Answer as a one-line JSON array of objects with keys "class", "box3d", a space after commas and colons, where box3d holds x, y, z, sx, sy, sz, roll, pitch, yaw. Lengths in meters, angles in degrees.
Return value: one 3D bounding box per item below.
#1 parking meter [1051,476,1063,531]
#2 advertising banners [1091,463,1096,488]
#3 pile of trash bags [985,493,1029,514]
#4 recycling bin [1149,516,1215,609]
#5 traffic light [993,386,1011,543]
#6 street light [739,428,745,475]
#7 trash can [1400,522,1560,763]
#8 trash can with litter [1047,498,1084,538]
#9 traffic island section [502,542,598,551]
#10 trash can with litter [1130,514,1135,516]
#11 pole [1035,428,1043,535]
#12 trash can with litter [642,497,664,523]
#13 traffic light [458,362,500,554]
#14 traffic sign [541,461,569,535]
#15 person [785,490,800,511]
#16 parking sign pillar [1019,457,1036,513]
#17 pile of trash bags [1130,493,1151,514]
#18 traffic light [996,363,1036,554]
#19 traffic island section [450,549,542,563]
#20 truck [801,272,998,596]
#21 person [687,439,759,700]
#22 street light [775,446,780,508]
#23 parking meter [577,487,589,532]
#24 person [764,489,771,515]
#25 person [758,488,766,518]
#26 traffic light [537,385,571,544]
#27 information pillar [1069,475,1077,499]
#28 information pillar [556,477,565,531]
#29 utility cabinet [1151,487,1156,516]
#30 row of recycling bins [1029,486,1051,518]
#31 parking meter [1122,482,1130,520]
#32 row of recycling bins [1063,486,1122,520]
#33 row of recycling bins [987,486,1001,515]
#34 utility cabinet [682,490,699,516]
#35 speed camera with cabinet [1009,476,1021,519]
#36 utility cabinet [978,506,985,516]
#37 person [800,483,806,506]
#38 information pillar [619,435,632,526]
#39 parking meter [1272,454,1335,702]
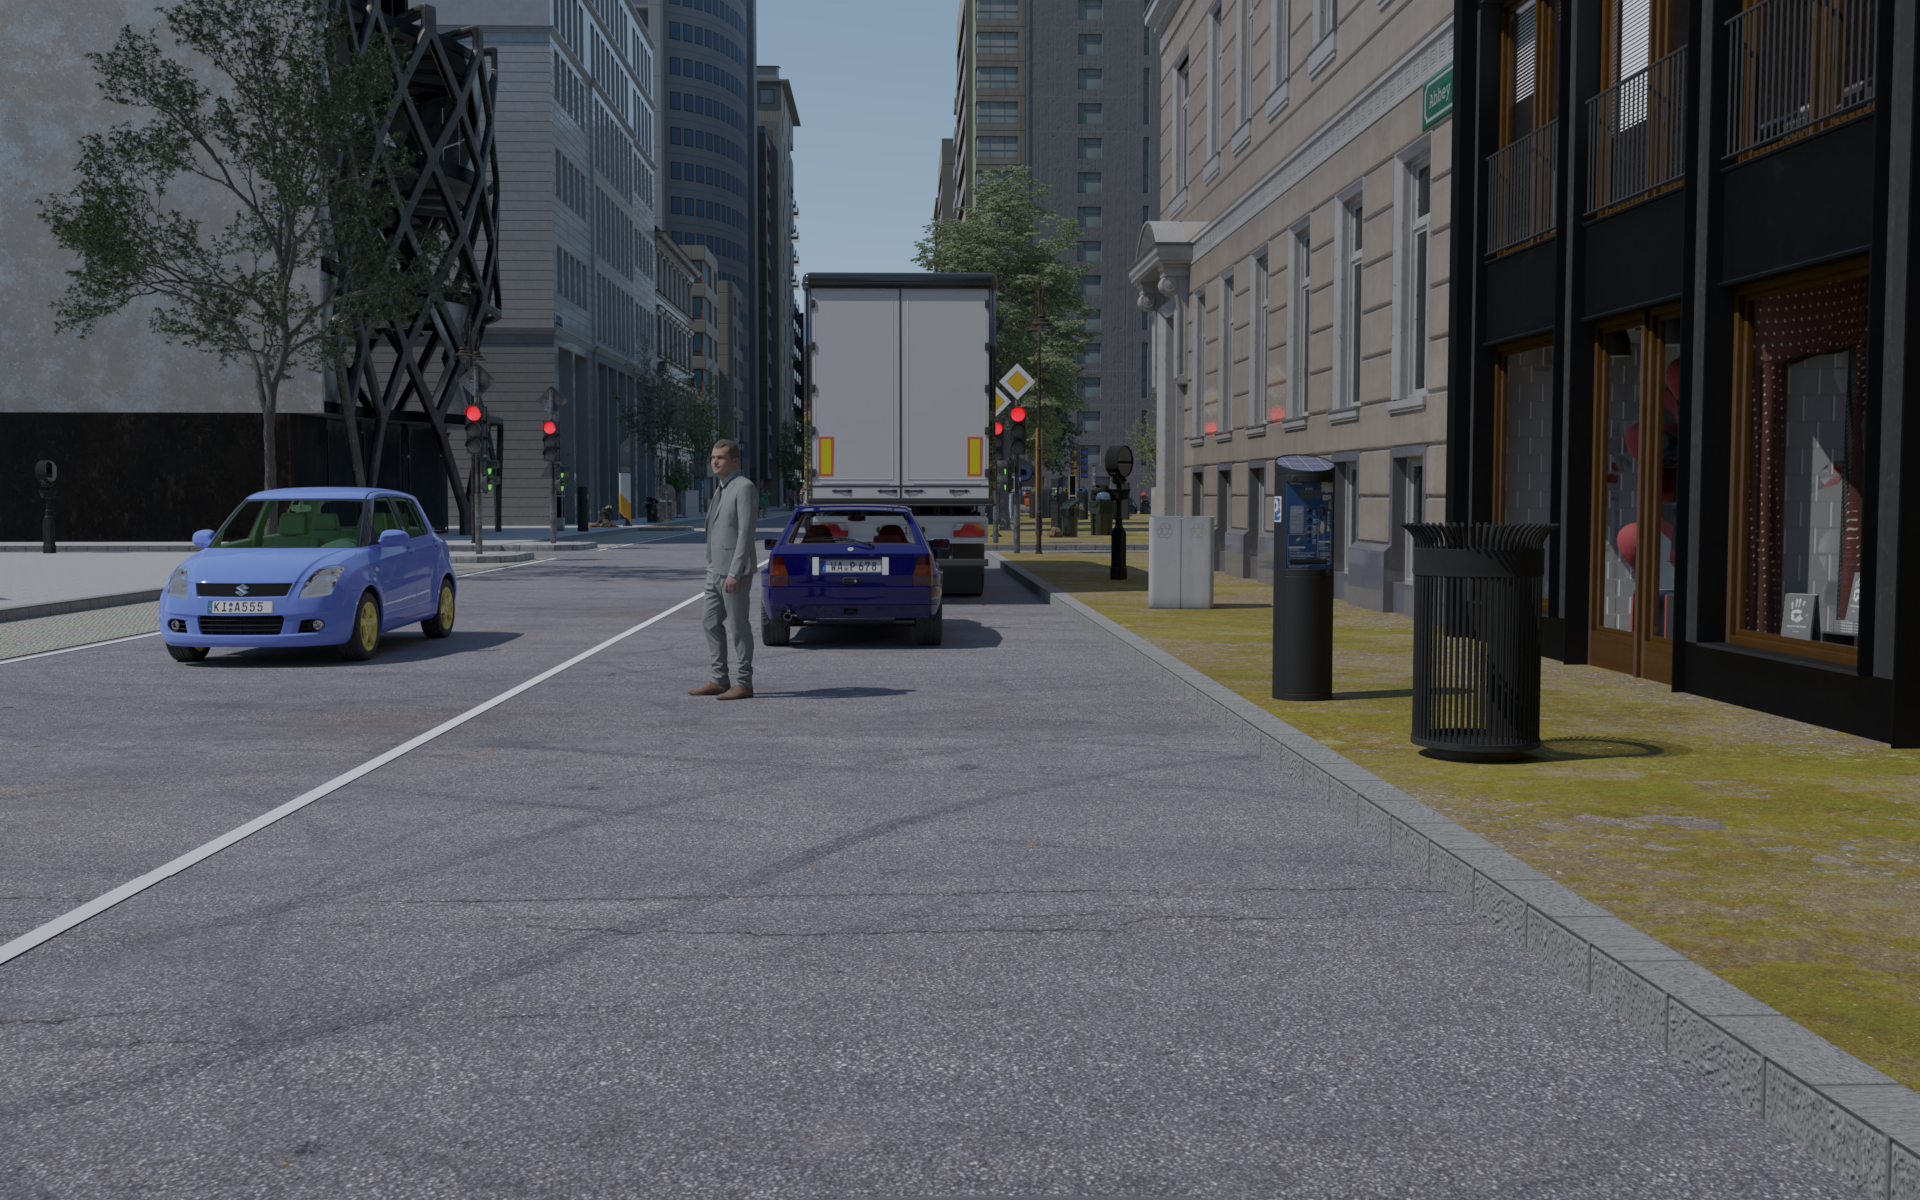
[{"class": "parking meter", "box3d": [3.067, -3.004, 54.833, 0.255, 1.863, 0.399, 2, 4, 34]}, {"class": "advertising banners", "box3d": [8.042, -6.262, 98.578, 0.090, 3.025, 2.074, 3, 5, 39]}, {"class": "pile of trash bags", "box3d": [3.201, -6.387, 114.176, 3.447, 1.369, 1.912, 1, 4, 23]}, {"class": "recycling bin", "box3d": [2.511, -0.433, 19.626, 0.722, 1.027, 0.722, 0, 4, 8]}, {"class": "traffic light", "box3d": [0.920, -3.445, 45.254, 0.839, 4.253, 0.868, 0, 4, -2]}, {"class": "street light", "box3d": [-15.305, -9.096, 121.503, 0.468, 5.910, 1.993, 0, 4, -2]}, {"class": "trash can", "box3d": [2.524, 0.195, 8.458, 0.748, 1.137, 0.748, 0, 3, 0]}, {"class": "trash can with litter", "box3d": [3.113, -2.440, 51.276, 1.055, 1.170, 0.624, -3, 4, -39]}, {"class": "traffic island section", "box3d": [-10.574, -1.387, 44.957, 2.009, 0.180, 2.903, 0, 4, -2]}, {"class": "trash can with litter", "box3d": [9.151, -5.511, 101.158, 2.233, 1.210, 1.678, 0, 4, 1]}, {"class": "pole", "box3d": [2.455, -3.667, 53.798, 0.158, 3.312, 0.155, 0, 3, 0]}, {"class": "trash can with litter", "box3d": [-13.744, -4.055, 77.691, 0.624, 1.170, 1.055, 1, 4, 19]}, {"class": "traffic light", "box3d": [-10.244, -2.931, 36.844, 0.839, 4.253, 0.868, 0, 4, -2]}, {"class": "traffic sign", "box3d": [-12.747, -3.336, 54.554, 0.884, 2.594, 0.081, 0, 4, -2]}, {"class": "person", "box3d": [-13.763, -8.138, 142.281, 1.217, 1.743, 0.721, 0, 4, -4]}, {"class": "parking sign pillar", "box3d": [4.413, -7.847, 116.771, 1.447, 3.967, 1.447, 1, 4, 20]}, {"class": "pile of trash bags", "box3d": [11.535, -6.188, 110.918, 1.912, 1.369, 3.447, 1, 4, 15]}, {"class": "traffic light", "box3d": [1.209, -2.957, 37.274, 0.839, 4.253, 0.868, 0, 4, -2]}, {"class": "traffic island section", "box3d": [-10.285, -0.899, 36.977, 2.009, 0.180, 2.903, 0, 4, -2]}, {"class": "truck", "box3d": [-0.931, -2.363, 27.544, 2.839, 4.237, 11.283, 0, 4, -2]}, {"class": "person", "box3d": [-1.610, -0.217, 12.146, 0.391, 1.810, 0.635, -2, 4, -35]}, {"class": "street light", "box3d": [-16.749, -11.418, 159.464, 0.468, 5.910, 1.993, 0, 4, -2]}, {"class": "parking meter", "box3d": [-12.927, -3.116, 59.350, 0.372, 1.533, 0.369, 0, 3, 0]}, {"class": "person", "box3d": [-13.320, -6.722, 118.650, 0.600, 1.795, 0.529, 2, 4, 25]}, {"class": "person", "box3d": [-11.805, -5.774, 103.151, 0.529, 1.795, 0.600, 1, 4, 14]}, {"class": "traffic light", "box3d": [-10.534, -3.419, 44.824, 0.839, 4.253, 0.868, 0, 4, -2]}, {"class": "information pillar", "box3d": [4.329, -3.801, 66.636, 0.304, 2.012, 0.304, 0, 4, 2]}, {"class": "information pillar", "box3d": [-13.965, -3.418, 60.370, 0.304, 2.012, 0.304, 0, 4, 2]}, {"class": "utility cabinet", "box3d": [6.449, -2.785, 54.216, 0.318, 1.500, 1.173, -2, 4, -32]}, {"class": "row of recycling bins", "box3d": [4.418, -5.270, 93.279, 1.069, 1.692, 3.534, 1, 4, 12]}, {"class": "parking meter", "box3d": [8.204, -4.904, 85.893, 0.399, 1.863, 0.255, 2, 4, 24]}, {"class": "row of recycling bins", "box3d": [6.448, -4.868, 86.703, 3.534, 1.692, 1.069, 0, 4, 1]}, {"class": "row of recycling bins", "box3d": [1.815, -4.776, 85.205, 1.069, 1.692, 3.534, 0, 4, 1]}, {"class": "utility cabinet", "box3d": [-15.630, -5.605, 100.318, 0.318, 1.500, 1.173, 2, 4, 31]}, {"class": "speed camera with cabinet", "box3d": [2.641, -5.822, 89.532, 0.660, 3.252, 2.038, 1, 4, 15]}, {"class": "utility cabinet", "box3d": [0.842, -5.551, 99.443, 1.173, 1.500, 0.318, -2, 4, -31]}, {"class": "person", "box3d": [-4.717, -2.732, 53.349, 0.473, 1.802, 0.592, 0, 4, -1]}, {"class": "information pillar", "box3d": [-13.316, -4.742, 68.885, 0.504, 3.616, 0.183, -3, 5, -44]}, {"class": "parking meter", "box3d": [2.150, -0.149, 10.839, 0.372, 1.533, 0.369, 0, 3, 0]}]
